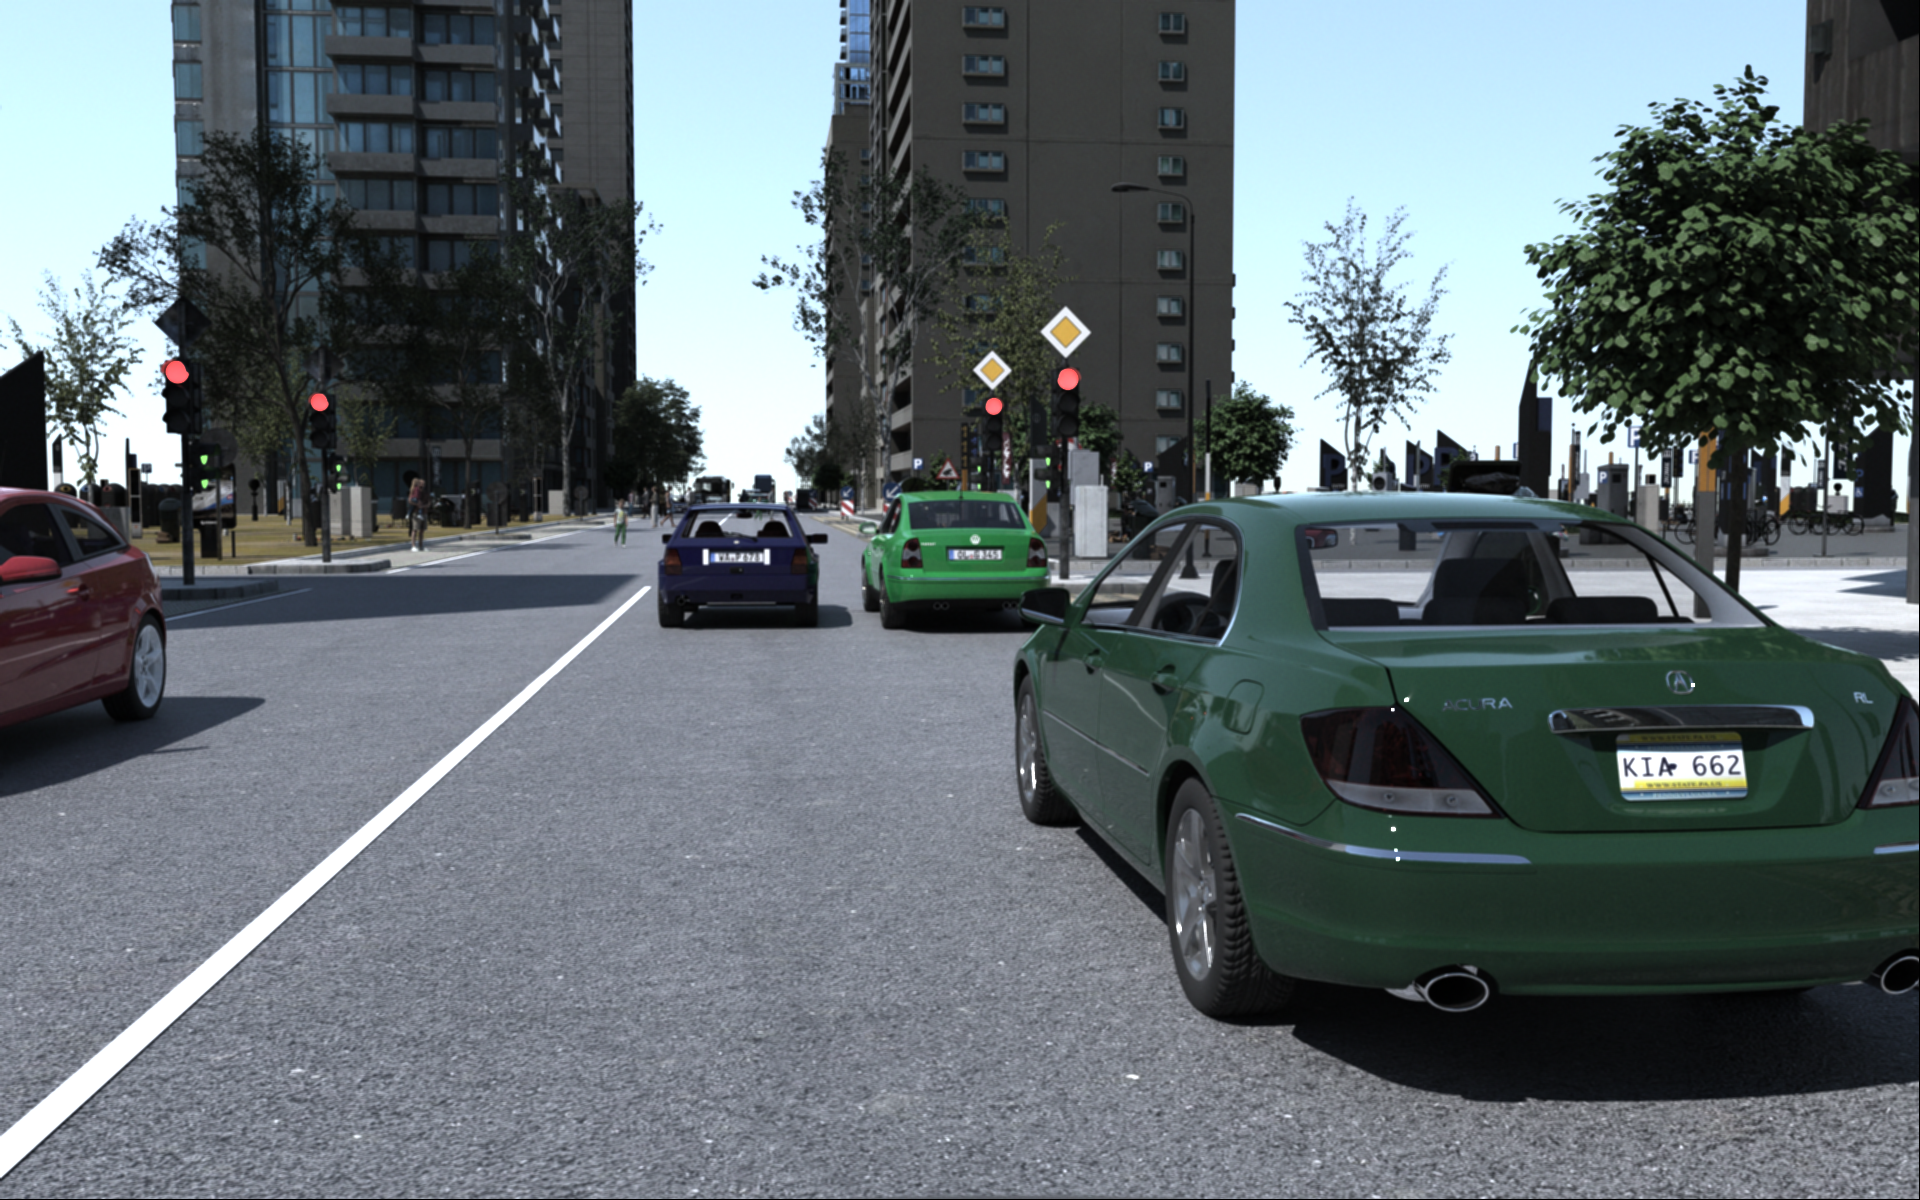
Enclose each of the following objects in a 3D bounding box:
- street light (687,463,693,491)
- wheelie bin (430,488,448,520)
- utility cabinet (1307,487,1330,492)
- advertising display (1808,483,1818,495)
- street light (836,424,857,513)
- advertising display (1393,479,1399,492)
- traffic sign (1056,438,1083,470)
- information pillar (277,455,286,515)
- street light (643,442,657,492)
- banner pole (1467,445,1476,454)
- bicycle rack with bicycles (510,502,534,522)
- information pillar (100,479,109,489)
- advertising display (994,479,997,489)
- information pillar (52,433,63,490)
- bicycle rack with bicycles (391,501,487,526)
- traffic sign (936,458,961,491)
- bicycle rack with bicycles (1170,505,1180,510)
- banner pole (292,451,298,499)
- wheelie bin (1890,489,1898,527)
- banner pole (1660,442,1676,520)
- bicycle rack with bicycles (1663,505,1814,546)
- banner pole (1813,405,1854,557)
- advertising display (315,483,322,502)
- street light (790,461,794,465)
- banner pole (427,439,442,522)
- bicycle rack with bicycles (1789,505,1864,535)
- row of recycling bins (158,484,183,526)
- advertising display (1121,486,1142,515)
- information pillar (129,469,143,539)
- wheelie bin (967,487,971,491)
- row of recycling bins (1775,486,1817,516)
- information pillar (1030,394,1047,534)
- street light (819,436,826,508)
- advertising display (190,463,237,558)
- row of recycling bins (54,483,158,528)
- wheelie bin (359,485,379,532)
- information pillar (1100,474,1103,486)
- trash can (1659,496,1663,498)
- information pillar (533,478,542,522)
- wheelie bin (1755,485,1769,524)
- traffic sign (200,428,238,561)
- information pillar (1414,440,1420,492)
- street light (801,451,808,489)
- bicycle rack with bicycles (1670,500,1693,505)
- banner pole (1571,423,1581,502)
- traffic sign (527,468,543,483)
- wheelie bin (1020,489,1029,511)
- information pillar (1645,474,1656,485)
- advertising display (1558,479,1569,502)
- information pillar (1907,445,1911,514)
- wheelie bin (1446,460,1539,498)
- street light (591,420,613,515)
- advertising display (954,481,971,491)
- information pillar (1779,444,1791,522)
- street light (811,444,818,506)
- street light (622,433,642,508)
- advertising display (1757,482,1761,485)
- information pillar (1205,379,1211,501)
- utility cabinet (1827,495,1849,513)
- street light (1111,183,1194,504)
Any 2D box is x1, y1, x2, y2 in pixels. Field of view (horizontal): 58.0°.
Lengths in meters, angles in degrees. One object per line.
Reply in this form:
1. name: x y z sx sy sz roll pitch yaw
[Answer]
1. street light: -37.766 -16.186 237.183 1.470 5.913 1.316 0 4 -7
2. wheelie bin: -25.378 -4.676 84.369 0.980 1.594 0.693 -3 4 -36
3. utility cabinet: 11.179 -2.771 53.977 0.318 1.500 1.173 2 4 33
4. advertising display: 49.790 -5.867 101.139 0.974 1.923 0.123 -3 5 -39
5. street light: -7.531 -8.711 114.972 1.470 5.913 1.316 0 4 -7
6. advertising display: 18.422 -4.213 74.089 0.974 1.923 0.123 -3 5 -41
7. traffic sign: 2.372 -2.357 38.636 0.768 2.556 0.104 0 4 2
8. information pillar: -40.891 -6.915 104.420 0.504 3.616 0.183 -3 5 -40
9. street light: -27.962 -11.130 154.518 1.470 5.913 1.316 0 4 -7
10. banner pole: 26.128 -6.032 88.645 0.863 3.779 0.401 -2 4 -25
11. bicycle rack with bicycles: -21.450 -4.176 81.657 2.925 0.926 2.852 -1 4 -14
12. information pillar: -42.186 -4.950 85.430 0.304 2.012 0.304 0 4 -8
13. advertising display: 1.160 -4.346 76.277 0.974 1.923 0.123 2 4 31
14. information pillar: -34.838 -4.622 66.920 0.504 3.616 0.183 2 4 27
15. bicycle rack with bicycles: -21.601 -3.527 71.042 2.925 0.926 2.852 1 4 21
16. traffic sign: -0.422 -3.755 61.399 0.884 2.594 0.081 0 4 1
17. bicycle rack with bicycles: 8.331 -2.785 58.922 2.852 0.926 2.925 0 4 2
18. banner pole: -38.998 -6.824 101.588 0.401 3.779 0.863 -3 5 -43
19. wheelie bin: 34.012 -3.410 63.668 0.980 1.594 0.693 -1 4 -19
20. banner pole: 33.738 -5.644 82.299 0.863 3.779 0.401 1 4 13
21. bicycle rack with bicycles: 19.307 -1.860 43.786 2.925 0.926 2.852 0 4 -5
22. banner pole: 17.975 -2.783 35.525 0.863 3.779 0.401 -1 4 -13
23. advertising display: -36.301 -5.711 98.584 0.123 1.923 0.974 2 4 26
24. street light: -22.855 -16.583 243.670 1.470 5.913 1.316 0 4 -7
25. banner pole: -24.017 -5.445 79.044 0.401 3.779 0.863 3 5 41
26. bicycle rack with bicycles: 27.337 -2.542 54.944 2.852 0.926 2.925 -2 4 -30
27. row of recycling bins: -32.309 -3.840 69.902 1.069 1.692 3.534 0 4 1
28. advertising display: 7.689 -4.431 77.652 0.974 1.923 0.123 -1 4 -11
29. information pillar: -23.741 -2.776 49.884 0.304 2.012 0.304 -1 4 -22
30. wheelie bin: 0.568 -4.408 79.979 0.693 1.594 0.980 -1 4 -18
31. row of recycling bins: 45.931 -5.412 95.596 1.069 1.692 3.534 -1 4 -11
32. information pillar: 1.830 -3.017 40.682 0.504 3.616 0.183 -3 4 -39
33. street light: -10.321 -10.137 138.288 1.470 5.913 1.316 0 4 -7
34. advertising display: -15.009 -1.801 34.658 0.974 1.923 0.123 -1 4 -15
35. row of recycling bins: -32.307 -3.552 65.182 3.534 1.692 1.069 0 4 2
36. wheelie bin: -20.044 -3.081 58.285 0.693 1.594 0.980 1 4 13
37. information pillar: 5.984 -5.000 73.106 0.183 3.616 0.504 0 4 1
38. trash can: 46.457 -6.334 115.210 0.748 1.137 0.748 0 3 0
39. information pillar: -19.520 -4.624 80.101 0.304 2.012 0.304 -2 4 -35
40. wheelie bin: 28.695 -3.339 62.497 0.693 1.594 0.980 -3 5 -42
41. traffic sign: -14.290 -2.034 33.366 0.768 2.556 0.104 0 4 -3
42. information pillar: 19.758 -5.109 74.895 0.183 3.616 0.504 2 4 35
43. street light: -15.869 -12.976 184.698 1.470 5.913 1.316 0 4 -7
44. bicycle rack with bicycles: 46.596 -5.968 110.954 2.925 0.926 2.852 1 4 16
45. banner pole: 21.533 -4.320 60.642 0.401 3.779 0.863 0 4 -4
46. traffic sign: -20.435 -5.092 83.364 0.768 2.556 0.104 0 4 -2
47. wheelie bin: 3.621 -5.616 99.737 0.693 1.594 0.980 -1 4 -17
48. information pillar: 25.500 -3.639 63.989 0.304 2.012 0.304 0 4 5
49. advertising display: 25.529 -4.149 73.050 0.974 1.923 0.123 -3 5 -41
50. information pillar: 44.292 -5.470 80.792 0.183 3.616 0.504 1 4 18
51. wheelie bin: 4.944 -0.508 16.221 0.980 1.594 0.693 0 4 5
52. street light: -22.348 -8.299 108.229 1.470 5.913 1.316 0 4 -7
53. advertising display: 0.133 -4.924 85.728 0.974 1.923 0.123 -3 4 -37
54. information pillar: 38.367 -5.454 80.524 0.183 3.616 0.504 -2 4 -25
55. street light: -13.168 -11.564 161.608 1.470 5.913 1.316 0 4 -7
56. street light: -25.083 -9.719 131.449 1.470 5.913 1.316 0 4 -7
57. advertising display: 42.986 -5.365 92.930 0.974 1.923 0.123 -3 5 -43
58. information pillar: 5.030 -2.680 35.173 0.183 3.616 0.504 0 4 7
59. utility cabinet: 40.864 -4.257 80.770 0.306 1.237 1.020 -2 4 -30
60. street light: 2.952 -3.276 26.105 1.470 5.913 1.316 0 4 -7
